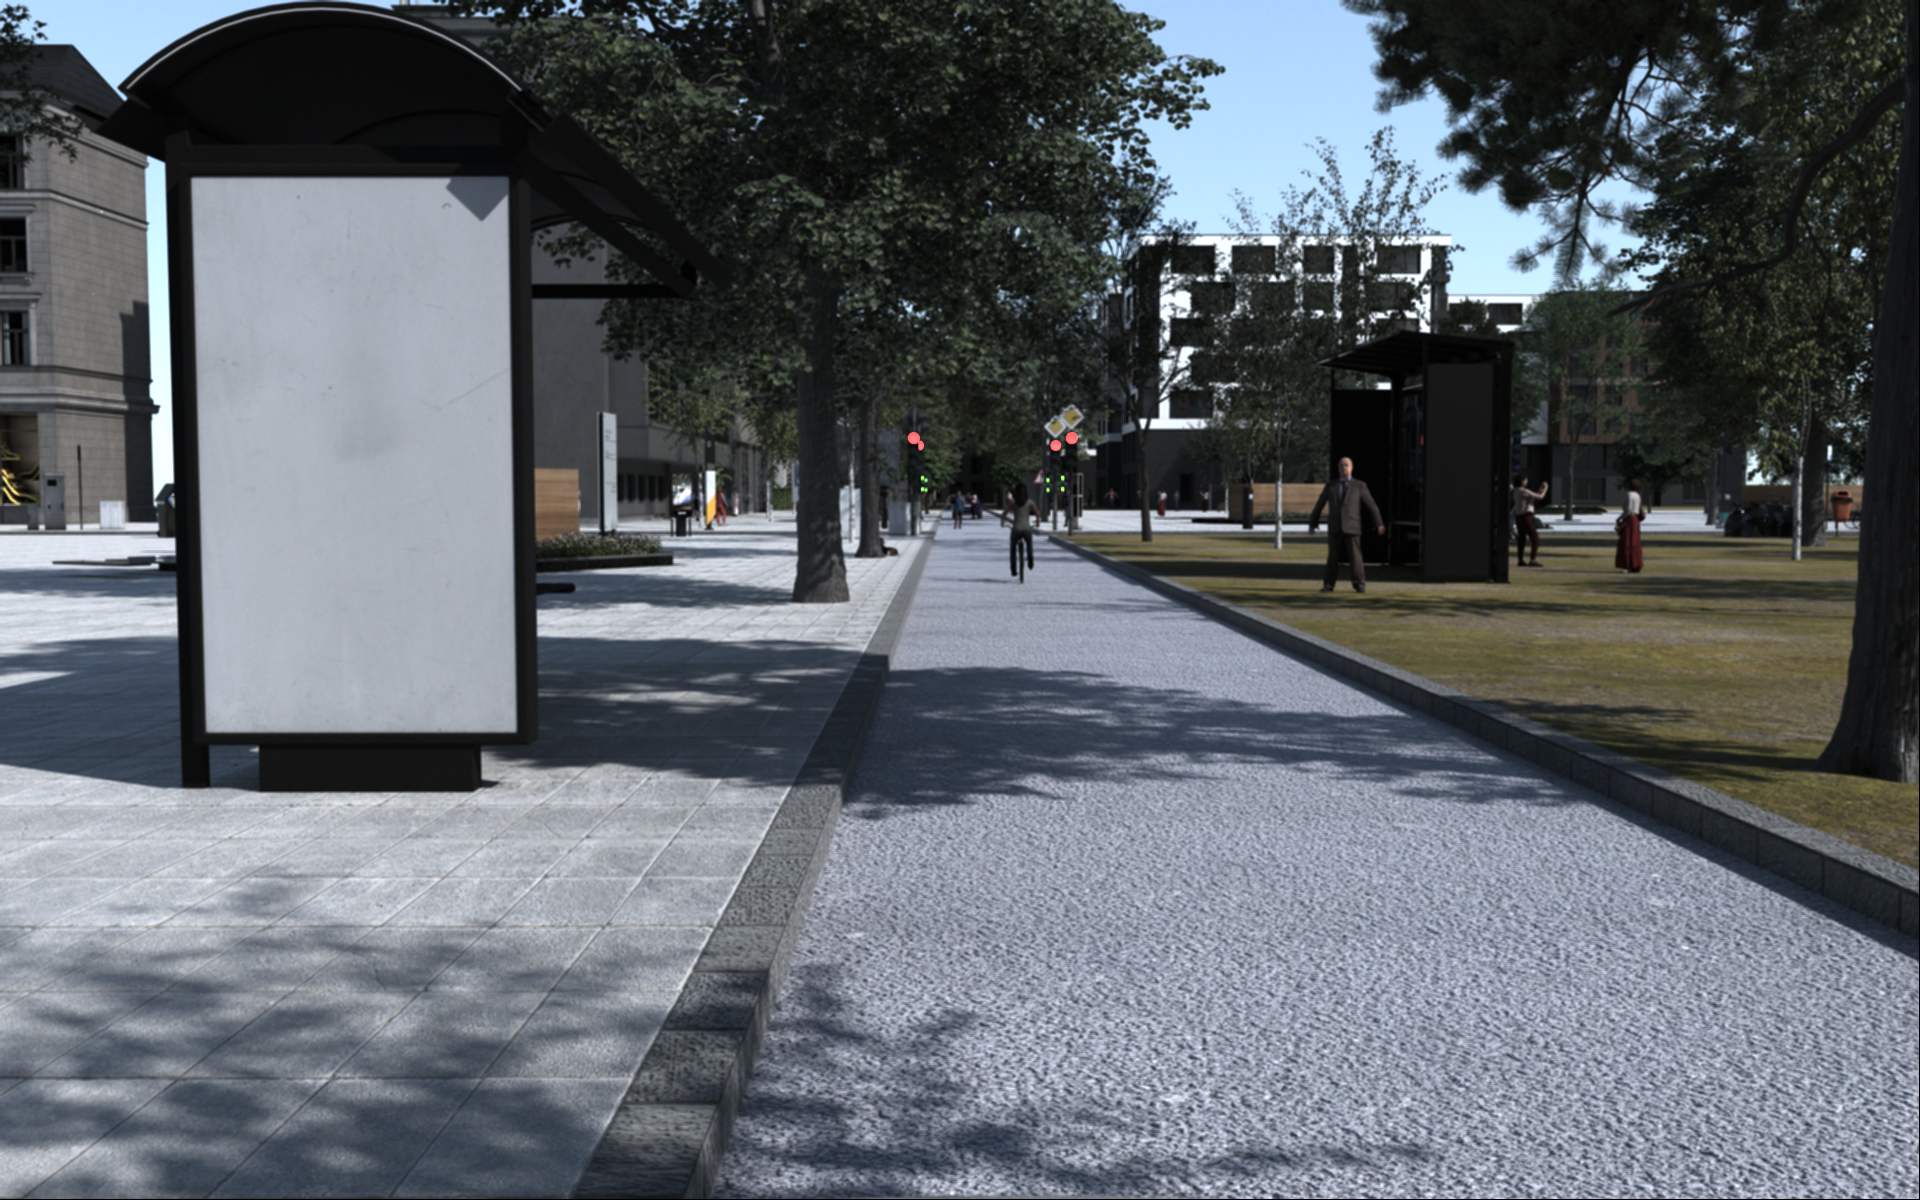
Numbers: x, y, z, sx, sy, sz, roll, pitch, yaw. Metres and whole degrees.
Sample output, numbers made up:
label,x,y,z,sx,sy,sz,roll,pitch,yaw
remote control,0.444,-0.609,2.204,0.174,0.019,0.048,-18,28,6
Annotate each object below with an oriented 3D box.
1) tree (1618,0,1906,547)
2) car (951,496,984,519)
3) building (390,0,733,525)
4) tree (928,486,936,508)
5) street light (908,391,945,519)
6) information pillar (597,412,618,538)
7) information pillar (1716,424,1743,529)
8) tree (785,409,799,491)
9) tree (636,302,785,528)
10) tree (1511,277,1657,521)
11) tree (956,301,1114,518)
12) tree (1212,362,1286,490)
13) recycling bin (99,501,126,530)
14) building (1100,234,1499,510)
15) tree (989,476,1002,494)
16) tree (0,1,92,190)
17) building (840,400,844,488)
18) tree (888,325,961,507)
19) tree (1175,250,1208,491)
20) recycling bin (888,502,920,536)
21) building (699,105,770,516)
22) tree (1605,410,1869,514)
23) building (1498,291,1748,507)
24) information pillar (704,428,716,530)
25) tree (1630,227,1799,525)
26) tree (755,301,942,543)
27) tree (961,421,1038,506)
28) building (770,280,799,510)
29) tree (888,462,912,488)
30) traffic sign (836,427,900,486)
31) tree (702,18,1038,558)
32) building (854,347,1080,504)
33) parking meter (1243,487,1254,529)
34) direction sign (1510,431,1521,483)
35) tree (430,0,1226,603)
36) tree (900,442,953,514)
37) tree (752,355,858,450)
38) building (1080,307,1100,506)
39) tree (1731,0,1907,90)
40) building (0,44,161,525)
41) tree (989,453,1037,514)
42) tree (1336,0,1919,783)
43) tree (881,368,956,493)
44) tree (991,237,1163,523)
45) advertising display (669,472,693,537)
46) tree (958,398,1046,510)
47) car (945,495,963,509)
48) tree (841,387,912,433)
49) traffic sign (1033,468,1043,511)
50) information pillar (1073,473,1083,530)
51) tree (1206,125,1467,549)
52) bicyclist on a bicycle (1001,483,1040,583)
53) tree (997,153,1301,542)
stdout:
label,x,y,z,sx,sy,sz,roll,pitch,yaw
tree,20.990,-8.288,42.162,9.857,13.997,8.962,0,3,0
car,0.445,-5.469,102.006,1.945,1.354,3.894,0,4,2
building,-20.258,-16.317,85.857,14.314,24.678,30.058,0,4,0
tree,-2.633,-9.777,154.460,1.663,3.219,1.824,0,3,0
street light,-1.247,-5.406,60.933,1.470,5.913,1.316,0,4,0
information pillar,-10.270,-3.619,50.489,0.184,3.620,1.656,0,4,2
information pillar,28.383,-4.551,63.790,0.750,3.857,0.750,0,4,8
tree,-8.434,-7.876,79.133,4.737,8.622,4.395,0,3,0
tree,-9.902,-7.022,65.180,4.737,8.622,4.395,0,3,0
tree,29.019,-9.553,81.942,9.928,11.665,9.643,0,3,0
tree,4.401,-10.693,92.959,7.486,12.596,7.792,0,3,0
tree,15.726,-8.763,93.645,4.737,8.622,4.395,0,3,0
recycling bin,-30.646,-3.062,62.619,0.722,1.027,0.722,-1,4,-14
building,27.992,-18.883,152.713,27.936,21.610,32.646,0,4,0
tree,3.763,-11.676,185.507,1.663,3.219,1.824,0,3,0
tree,-12.130,-4.983,15.884,8.767,10.594,7.601,0,4,7
building,-30.971,-24.492,244.421,32.646,21.610,27.936,0,4,0
tree,-3.132,-20.723,194.715,12.611,20.169,13.585,0,3,0
tree,7.247,-5.513,40.505,4.360,8.622,3.978,0,3,0
recycling bin,-1.724,-2.494,53.325,0.722,1.027,0.722,2,4,34
building,-19.255,-17.907,110.808,12.078,24.808,19.932,0,4,0
tree,51.533,-9.110,111.850,20.602,7.101,11.467,2,4,35
building,63.823,-21.042,188.009,32.646,21.610,27.936,0,4,0
information pillar,-8.901,-4.300,61.667,0.183,3.616,0.504,2,4,32
tree,31.459,-9.359,71.146,7.486,12.596,7.792,0,3,0
tree,-2.624,-5.801,45.206,4.360,8.622,3.978,0,3,0
tree,3.997,-14.621,146.468,7.806,13.903,7.818,0,3,0
building,-22.333,-17.459,151.914,16.747,18.905,31.486,0,4,0
tree,-3.350,-5.649,86.963,1.663,3.219,1.824,0,3,0
traffic sign,-2.934,-3.588,52.539,2.265,3.308,0.079,0,4,6
tree,-1.834,-6.893,34.749,6.751,12.117,7.091,0,3,0
building,2.193,-24.496,244.486,32.646,21.610,27.936,0,4,0
parking meter,10.511,-3.352,63.212,0.372,1.533,0.369,0,3,0
direction sign,19.708,-4.286,62.067,0.379,3.537,0.876,-3,4,-36
tree,-1.595,-6.942,20.150,9.857,13.997,8.962,0,3,0
tree,-2.090,-7.678,109.241,4.285,4.588,4.351,0,3,0
tree,-8.465,-10.602,99.102,9.928,11.665,9.643,0,3,0
building,28.317,-20.876,185.301,27.936,21.610,32.646,0,4,0
tree,9.607,-4.096,17.325,4.737,8.622,4.395,0,3,0
building,-57.307,-13.749,75.711,40.483,20.767,10.553,0,4,0
tree,3.547,-7.928,113.332,4.285,4.588,4.351,0,3,0
tree,4.388,-5.232,7.598,6.751,12.117,7.091,0,3,0
tree,-3.190,-12.651,124.966,7.486,12.596,7.792,0,3,0
tree,3.938,-10.248,77.919,12.009,13.543,11.850,0,3,0
advertising display,-8.386,-2.863,52.030,0.123,1.923,0.974,2,4,30
tree,3.362,-14.042,155.344,9.928,11.665,9.643,0,3,0
car,-0.318,-9.168,162.256,2.083,1.381,4.827,0,4,-1
tree,-4.686,-8.547,90.107,4.737,8.622,4.395,0,3,0
traffic sign,4.096,-5.327,87.106,0.884,2.594,0.081,0,4,5
information pillar,4.169,-3.504,61.779,0.304,2.012,0.304,3,4,36
tree,7.709,-5.134,34.302,4.360,8.622,3.978,0,3,0
bicyclist on a bicycle,0.997,-1.115,28.248,1.499,1.676,1.625,0,4,1
tree,5.054,-6.882,46.931,8.767,10.594,7.601,0,4,-6
